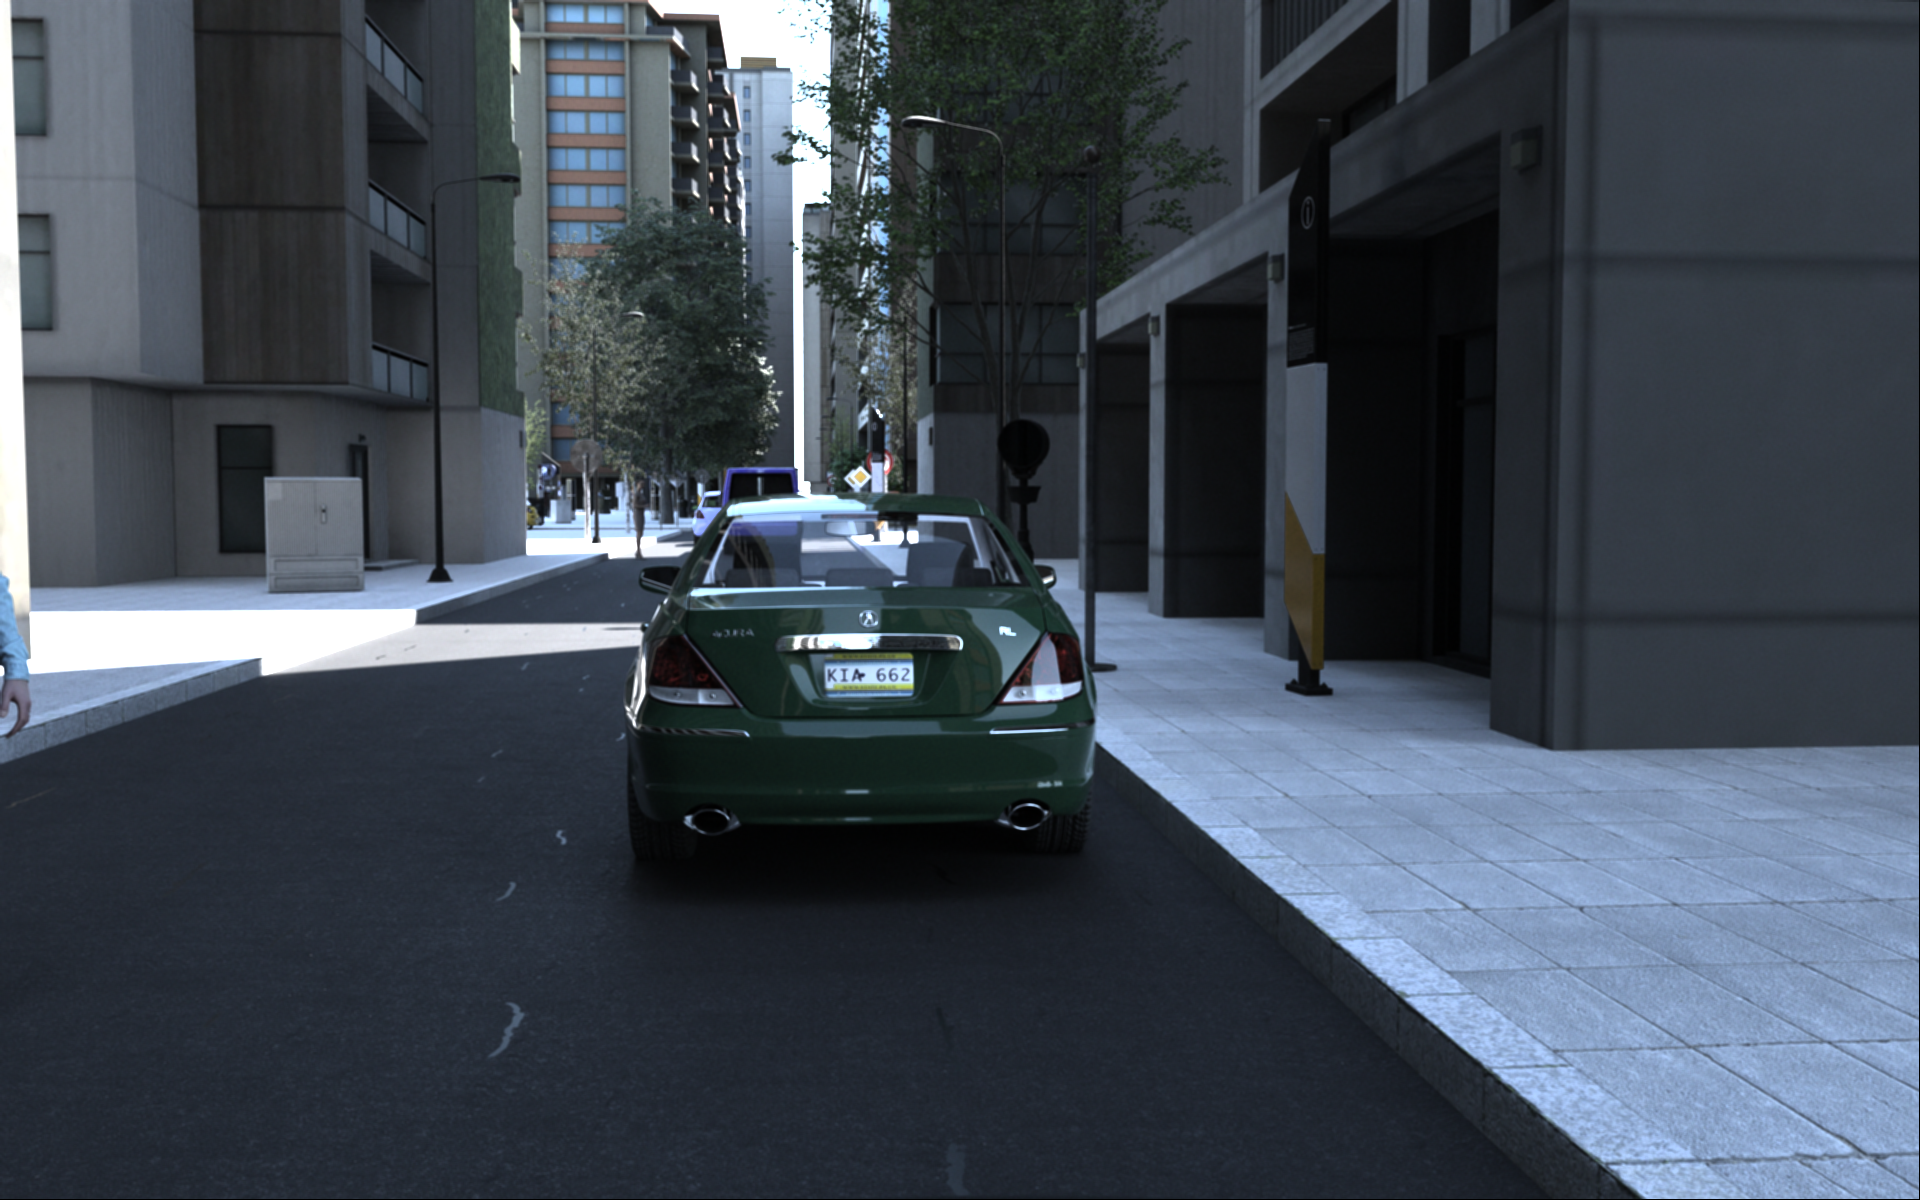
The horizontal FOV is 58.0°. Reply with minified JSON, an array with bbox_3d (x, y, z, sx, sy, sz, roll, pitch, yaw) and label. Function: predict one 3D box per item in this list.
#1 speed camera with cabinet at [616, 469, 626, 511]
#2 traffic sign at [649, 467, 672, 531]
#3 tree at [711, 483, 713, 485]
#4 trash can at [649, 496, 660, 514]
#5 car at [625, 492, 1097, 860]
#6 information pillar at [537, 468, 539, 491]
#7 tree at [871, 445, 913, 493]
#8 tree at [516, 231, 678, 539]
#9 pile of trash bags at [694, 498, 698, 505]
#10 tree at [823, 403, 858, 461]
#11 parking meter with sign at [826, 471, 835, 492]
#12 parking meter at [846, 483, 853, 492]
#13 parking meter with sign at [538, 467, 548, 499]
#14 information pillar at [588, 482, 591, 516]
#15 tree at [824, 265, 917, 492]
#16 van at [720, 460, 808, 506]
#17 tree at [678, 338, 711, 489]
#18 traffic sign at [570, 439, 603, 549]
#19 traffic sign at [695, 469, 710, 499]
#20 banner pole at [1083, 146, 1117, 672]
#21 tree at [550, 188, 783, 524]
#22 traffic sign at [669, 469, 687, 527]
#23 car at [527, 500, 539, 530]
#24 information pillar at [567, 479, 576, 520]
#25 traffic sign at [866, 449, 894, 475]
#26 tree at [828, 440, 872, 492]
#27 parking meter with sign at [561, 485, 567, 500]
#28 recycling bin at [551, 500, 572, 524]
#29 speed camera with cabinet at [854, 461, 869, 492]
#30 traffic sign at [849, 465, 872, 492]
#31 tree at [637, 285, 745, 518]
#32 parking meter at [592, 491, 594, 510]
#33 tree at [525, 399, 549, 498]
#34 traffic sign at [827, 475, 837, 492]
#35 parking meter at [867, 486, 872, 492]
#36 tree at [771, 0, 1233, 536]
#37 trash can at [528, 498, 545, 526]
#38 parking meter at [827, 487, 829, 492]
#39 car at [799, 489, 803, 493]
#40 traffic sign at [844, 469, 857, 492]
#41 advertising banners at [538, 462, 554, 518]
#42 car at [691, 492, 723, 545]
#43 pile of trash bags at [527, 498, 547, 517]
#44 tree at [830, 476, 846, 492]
[{"bbox_3d":[-25.635,-8.376,131.281,0.660,3.252,2.038,0,4,0],"label":"speed camera with cabinet"},{"bbox_3d":[-10.417,-3.467,60.326,0.795,2.450,0.064,0,4,-5],"label":"traffic sign"},{"bbox_3d":[-16.347,-9.671,108.485,4.360,8.622,3.978,0,3,0],"label":"tree"},{"bbox_3d":[-18.875,-5.843,107.181,0.748,1.137,0.748,0,3,0],"label":"trash can"},{"bbox_3d":[-0.512,0.215,8.279,2.131,1.459,4.920,0,4,-5],"label":"car"},{"bbox_3d":[-33.401,-8.952,137.724,0.504,3.616,0.183,2,4,35],"label":"information pillar"},{"bbox_3d":[-2.508,-4.520,68.501,1.663,3.219,1.824,0,3,0],"label":"tree"},{"bbox_3d":[-10.450,-6.007,48.577,4.360,8.622,3.978,0,3,0],"label":"tree"},{"bbox_3d":[-18.706,-7.437,131.352,1.912,1.369,3.447,3,5,42],"label":"pile of trash bags"},{"bbox_3d":[-9.091,-11.510,138.553,4.737,8.622,4.395,0,3,0],"label":"tree"},{"bbox_3d":[-9.678,-8.340,132.626,0.543,3.016,1.738,-2,4,-26],"label":"parking meter with sign"},{"bbox_3d":[-5.031,-4.499,79.265,0.399,1.863,0.255,0,4,-1],"label":"parking meter"},{"bbox_3d":[-26.579,-6.958,110.022,0.543,3.016,1.738,0,4,-4],"label":"parking meter with sign"},{"bbox_3d":[-21.976,-5.979,102.255,0.304,2.012,0.304,-1,4,-13],"label":"information pillar"},{"bbox_3d":[-2.197,-6.466,56.089,4.360,8.622,3.978,0,3,0],"label":"tree"},{"bbox_3d":[-4.858,-2.345,42.733,2.240,2.365,5.245,0,4,-6],"label":"van"},{"bbox_3d":[-10.671,-6.448,55.784,4.360,8.622,3.978,0,3,0],"label":"tree"},{"bbox_3d":[-8.664,-2.449,40.149,0.768,2.556,0.104,0,4,3],"label":"traffic sign"},{"bbox_3d":[-13.034,-5.353,87.627,0.768,2.556,0.104,0,4,0],"label":"traffic sign"},{"bbox_3d":[0.976,-1.393,12.787,0.401,3.779,0.863,0,4,7],"label":"banner pole"},{"bbox_3d":[-12.469,-10.225,73.841,9.857,13.997,8.962,0,3,0],"label":"tree"},{"bbox_3d":[-11.151,-3.953,68.277,0.795,2.450,0.064,0,4,-5],"label":"traffic sign"},{"bbox_3d":[-17.870,-3.350,65.003,3.980,1.641,2.015,0,4,-4],"label":"car"},{"bbox_3d":[-18.934,-4.884,84.341,0.304,2.012,0.304,2,4,30],"label":"information pillar"},{"bbox_3d":[-2.216,-2.936,48.110,0.768,2.556,0.104,0,4,-1],"label":"traffic sign"},{"bbox_3d":[-6.421,-7.470,105.853,4.285,4.588,4.351,0,3,0],"label":"tree"},{"bbox_3d":[-32.472,-8.885,141.525,0.543,3.016,1.738,1,4,16],"label":"parking meter with sign"},{"bbox_3d":[-17.293,-3.824,75.077,0.722,1.027,0.722,-2,4,-31],"label":"recycling bin"},{"bbox_3d":[-5.280,-6.636,102.841,2.038,3.252,0.660,-3,4,-38],"label":"speed camera with cabinet"},{"bbox_3d":[-3.500,-3.505,60.941,0.795,2.450,0.064,0,4,-5],"label":"traffic sign"},{"bbox_3d":[-15.060,-10.765,94.140,7.486,12.596,7.792,0,3,0],"label":"tree"},{"bbox_3d":[-26.572,-7.120,124.827,0.372,1.533,0.369,0,3,0],"label":"parking meter"},{"bbox_3d":[-32.232,-10.870,128.094,4.737,8.622,4.395,0,3,0],"label":"tree"},{"bbox_3d":[-8.596,-7.164,117.233,0.768,2.556,0.104,0,4,2],"label":"traffic sign"},{"bbox_3d":[-2.743,-2.816,54.460,0.372,1.533,0.369,0,3,0],"label":"parking meter"},{"bbox_3d":[0.750,-6.291,28.612,9.928,11.665,9.643,0,3,0],"label":"tree"},{"bbox_3d":[-17.189,-3.587,70.307,0.748,1.137,0.748,0,3,0],"label":"trash can"},{"bbox_3d":[-10.171,-7.867,134.333,0.255,1.863,0.399,-1,4,-9],"label":"parking meter"},{"bbox_3d":[-12.921,-7.718,134.864,2.281,1.827,5.304,0,4,-6],"label":"car"},{"bbox_3d":[-4.234,-3.991,68.893,0.795,2.450,0.064,0,4,-5],"label":"traffic sign"},{"bbox_3d":[-24.988,-6.625,104.508,0.090,3.025,2.074,1,4,12],"label":"advertising banners"},{"bbox_3d":[-6.680,-2.428,49.290,1.945,1.707,3.694,0,4,-6],"label":"car"},{"bbox_3d":[-24.993,-5.388,97.840,1.912,1.369,3.447,2,4,33],"label":"pile of trash bags"},{"bbox_3d":[-7.833,-7.323,114.329,1.663,3.219,1.824,0,3,0],"label":"tree"}]
